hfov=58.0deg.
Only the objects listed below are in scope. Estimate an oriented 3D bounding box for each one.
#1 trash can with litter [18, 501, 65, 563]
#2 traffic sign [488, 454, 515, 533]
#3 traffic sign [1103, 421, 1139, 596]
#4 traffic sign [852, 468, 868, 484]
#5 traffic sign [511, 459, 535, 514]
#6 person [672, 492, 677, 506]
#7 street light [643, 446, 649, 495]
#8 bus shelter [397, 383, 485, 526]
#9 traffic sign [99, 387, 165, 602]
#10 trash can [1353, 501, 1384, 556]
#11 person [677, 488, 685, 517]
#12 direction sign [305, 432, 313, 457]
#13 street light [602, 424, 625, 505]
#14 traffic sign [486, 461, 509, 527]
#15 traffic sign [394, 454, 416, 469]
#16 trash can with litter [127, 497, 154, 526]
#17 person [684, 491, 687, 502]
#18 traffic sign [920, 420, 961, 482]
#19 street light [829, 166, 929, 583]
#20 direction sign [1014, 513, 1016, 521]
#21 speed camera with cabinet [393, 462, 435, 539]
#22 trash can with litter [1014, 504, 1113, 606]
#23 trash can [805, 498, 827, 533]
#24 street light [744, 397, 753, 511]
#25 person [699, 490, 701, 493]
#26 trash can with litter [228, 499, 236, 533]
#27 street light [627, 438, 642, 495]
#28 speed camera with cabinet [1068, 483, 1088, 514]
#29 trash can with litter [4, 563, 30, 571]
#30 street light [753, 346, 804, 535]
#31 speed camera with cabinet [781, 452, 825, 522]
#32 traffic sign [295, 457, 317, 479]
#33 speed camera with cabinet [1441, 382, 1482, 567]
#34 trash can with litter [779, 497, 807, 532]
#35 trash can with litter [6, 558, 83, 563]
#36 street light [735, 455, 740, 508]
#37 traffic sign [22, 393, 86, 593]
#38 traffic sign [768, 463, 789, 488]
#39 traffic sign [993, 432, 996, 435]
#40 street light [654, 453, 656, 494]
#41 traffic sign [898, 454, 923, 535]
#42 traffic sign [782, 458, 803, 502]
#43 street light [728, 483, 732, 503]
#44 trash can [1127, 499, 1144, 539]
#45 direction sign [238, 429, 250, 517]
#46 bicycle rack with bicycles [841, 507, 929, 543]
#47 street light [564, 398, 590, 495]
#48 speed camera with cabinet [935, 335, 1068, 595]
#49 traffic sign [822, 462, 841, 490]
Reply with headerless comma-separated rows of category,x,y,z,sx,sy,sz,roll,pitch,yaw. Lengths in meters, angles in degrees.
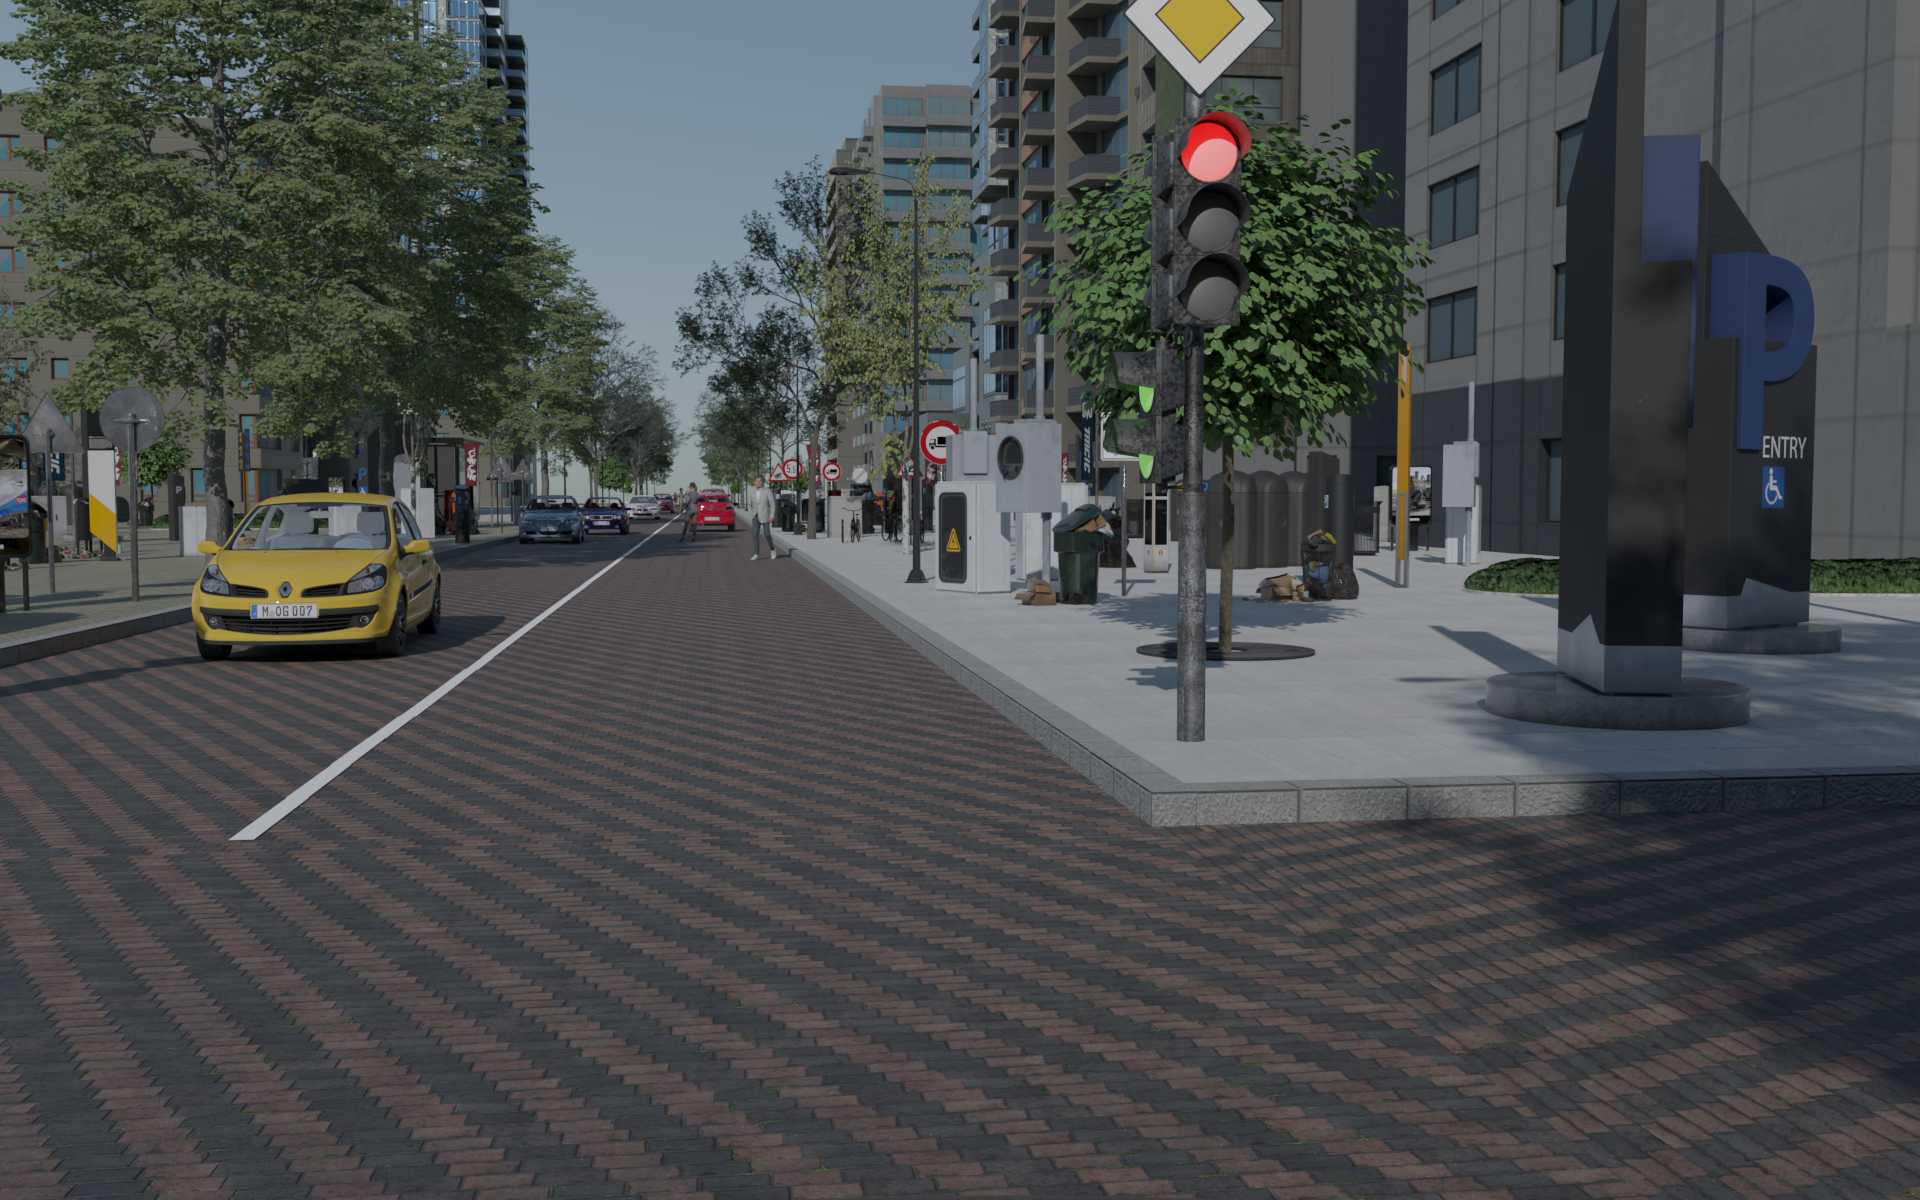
trash can with litter,-17.121,-1.267,32.095,0.624,1.170,1.055,0,4,2
traffic sign,-14.921,-3.448,56.372,0.884,2.594,0.081,0,4,-2
traffic sign,2.057,-1.196,21.689,0.606,2.300,0.079,0,4,-5
traffic sign,-4.806,-5.083,83.215,0.768,2.556,0.104,0,4,-8
traffic sign,-16.192,-3.924,64.153,0.884,2.594,0.081,0,4,-7
person,-35.097,-12.484,213.348,1.217,1.736,0.721,-1,4,-15
street light,-30.421,-11.807,165.578,1.470,5.913,1.316,-1,4,-8
bus shelter,-19.563,-5.357,65.217,2.179,5.291,8.768,-1,4,-8
traffic sign,-9.828,-1.252,20.575,0.768,2.556,0.104,0,4,-2
trash can,8.420,-1.491,36.028,0.748,1.137,0.748,0,3,0
person,-17.382,-6.099,108.213,0.705,1.824,1.348,1,4,23
direction sign,-21.518,-3.997,57.344,0.379,3.537,0.876,0,4,-8
street light,-22.920,-8.632,113.668,1.470,5.913,1.316,-1,4,-8
traffic sign,-18.075,-4.140,67.685,0.884,2.594,0.081,0,4,-4
traffic sign,-17.696,-3.364,55.102,0.768,2.556,0.104,0,4,-2
trash can with litter,-32.492,-3.500,68.618,1.055,1.170,0.624,0,4,6
person,-36.324,-13.530,229.804,1.350,1.814,0.705,-3,4,-38
traffic sign,-0.316,-1.824,29.934,0.768,2.556,0.104,0,4,-4
street light,-1.164,-3.194,24.766,1.470,5.913,1.316,-1,4,-8
direction sign,2.657,-5.629,84.032,0.379,3.537,0.876,1,4,13
speed camera with cabinet,-15.891,-3.399,49.908,0.660,3.252,2.038,-3,5,-45
trash can with litter,1.199,-0.530,20.053,1.055,1.170,0.624,-2,4,-29
trash can,-4.784,-2.805,57.523,0.748,1.137,0.748,0,3,0
street light,-9.667,-6.773,83.272,1.470,5.913,1.316,-1,4,-8
person,-22.485,-8.584,149.373,0.617,1.759,0.750,2,4,30
trash can with litter,-20.768,-2.290,48.830,0.624,1.170,1.055,-1,4,-19
street light,-27.311,-10.449,143.390,1.470,5.913,1.316,-1,4,-8
speed camera with cabinet,0.841,-1.917,25.680,2.038,3.252,0.660,-1,4,-11
trash can with litter,-16.350,-1.082,28.747,1.678,1.210,2.233,1,4,9
street light,-5.604,-4.982,53.992,1.470,5.913,1.316,-1,4,-8
speed camera with cabinet,-7.102,-5.095,77.640,2.038,3.252,0.660,0,4,3
traffic sign,-18.137,-2.810,48.070,0.606,2.300,0.079,0,4,-3
speed camera with cabinet,9.079,-2.262,31.314,0.660,3.252,2.038,1,4,20
trash can with litter,-5.600,-2.887,58.584,1.055,1.170,0.624,2,4,35
trash can with litter,-17.834,-1.442,34.639,1.678,1.210,2.233,0,4,1
street light,-12.086,-7.732,98.951,1.470,5.913,1.316,-1,4,-8
traffic sign,-11.719,-1.363,22.293,0.884,2.594,0.081,0,4,-8
traffic sign,-7.553,-4.409,72.098,0.884,2.594,0.081,0,4,-5
traffic sign,0.917,-2.014,33.035,0.768,2.556,0.104,0,4,-4
street light,-34.652,-13.600,194.908,1.470,5.913,1.316,-1,4,-8
traffic sign,-1.582,-3.292,53.829,0.884,2.594,0.081,0,4,-7
traffic sign,-5.952,-3.761,61.599,0.768,2.556,0.104,0,4,-8
street light,-16.459,-9.577,129.132,1.470,5.913,1.316,-1,4,-8
trash can,5.076,-2.355,50.164,0.748,1.137,0.748,0,3,0
direction sign,-24.890,-4.176,60.271,0.876,3.537,0.379,3,5,44
bicycle rack with bicycles,-2.110,-2.000,46.089,2.852,0.926,2.925,0,4,-3
street light,-18.542,-6.795,83.638,1.470,5.913,1.316,-1,4,-8
speed camera with cabinet,0.455,-1.695,22.053,0.660,3.252,2.038,-2,4,-34
traffic sign,-5.098,-4.208,68.911,0.768,2.556,0.104,0,4,-4
